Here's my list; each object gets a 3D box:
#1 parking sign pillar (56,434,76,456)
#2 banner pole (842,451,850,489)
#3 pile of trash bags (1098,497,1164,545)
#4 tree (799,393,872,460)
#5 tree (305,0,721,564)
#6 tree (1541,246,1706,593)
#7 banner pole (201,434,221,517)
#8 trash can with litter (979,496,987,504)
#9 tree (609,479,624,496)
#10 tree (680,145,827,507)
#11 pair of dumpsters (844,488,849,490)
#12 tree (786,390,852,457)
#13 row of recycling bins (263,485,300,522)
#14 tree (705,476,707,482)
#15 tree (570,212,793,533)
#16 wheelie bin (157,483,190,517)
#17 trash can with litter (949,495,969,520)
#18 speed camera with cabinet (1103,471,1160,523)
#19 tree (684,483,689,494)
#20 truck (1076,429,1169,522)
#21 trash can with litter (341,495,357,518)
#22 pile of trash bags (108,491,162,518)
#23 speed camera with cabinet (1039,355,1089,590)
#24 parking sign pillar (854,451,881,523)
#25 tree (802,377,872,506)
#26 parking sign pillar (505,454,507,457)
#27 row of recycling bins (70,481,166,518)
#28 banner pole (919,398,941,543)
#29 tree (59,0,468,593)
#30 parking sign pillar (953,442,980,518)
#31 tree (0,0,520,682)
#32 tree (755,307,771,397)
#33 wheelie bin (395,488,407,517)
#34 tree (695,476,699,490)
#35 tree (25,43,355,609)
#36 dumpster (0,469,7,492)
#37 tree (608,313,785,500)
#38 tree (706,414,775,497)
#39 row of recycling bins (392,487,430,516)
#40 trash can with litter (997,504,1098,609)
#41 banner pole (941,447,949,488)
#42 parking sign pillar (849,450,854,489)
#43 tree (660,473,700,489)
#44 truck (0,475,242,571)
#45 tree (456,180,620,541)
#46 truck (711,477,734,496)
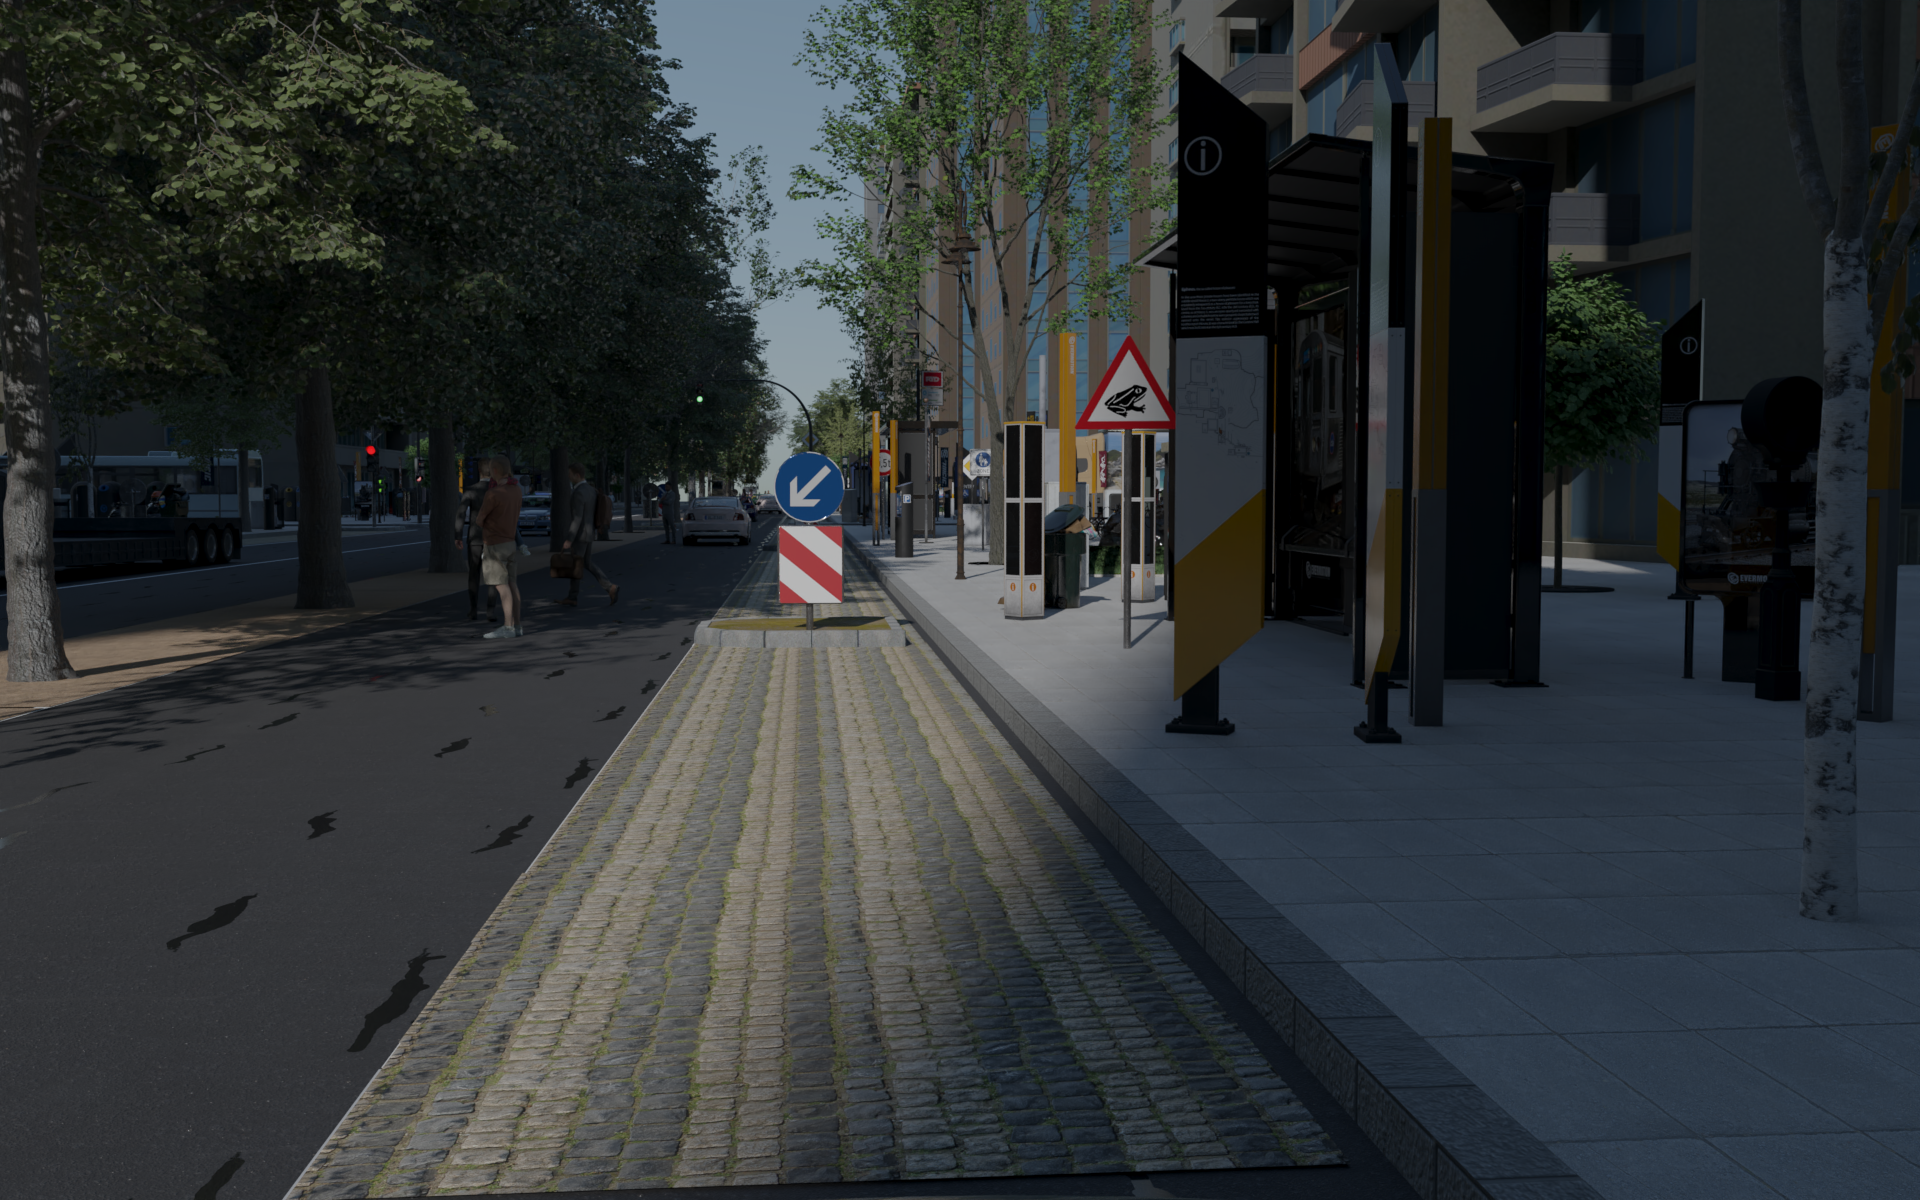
[{"bbox_3d":[-39.698,-5.388,76.572,1.447,3.967,1.447,1,4,13],"label":"parking sign pillar"},{"bbox_3d":[-6.557,-6.754,100.438,0.401,3.779,0.863,-3,5,-44],"label":"banner pole"},{"bbox_3d":[4.738,-2.009,42.593,1.912,1.369,3.447,2,4,26],"label":"pile of trash bags"},{"bbox_3d":[-11.361,-13.705,158.487,7.601,10.594,8.767,0,4,6],"label":"tree"},{"bbox_3d":[-9.753,-8.136,42.135,9.857,13.997,8.962,0,3,0],"label":"tree"},{"bbox_3d":[7.963,-2.410,23.120,4.285,4.588,4.351,0,3,0],"label":"tree"},{"bbox_3d":[-28.011,-4.579,64.882,0.863,3.779,0.401,-1,4,-22],"label":"banner pole"},{"bbox_3d":[1.413,-4.391,83.173,1.055,1.170,0.624,0,4,6],"label":"trash can with litter"},{"bbox_3d":[-35.926,-11.476,182.230,1.663,3.219,1.824,0,3,0],"label":"tree"},{"bbox_3d":[-13.228,-14.330,92.647,12.611,20.169,13.585,0,3,0],"label":"tree"},{"bbox_3d":[-7.297,-6.879,114.960,1.574,2.255,4.437,0,4,-5],"label":"pair of dumpsters"},{"bbox_3d":[-16.826,-18.797,213.992,9.857,13.997,8.962,0,3,0],"label":"tree"},{"bbox_3d":[-33.845,-4.692,83.834,3.534,1.692,1.069,1,4,10],"label":"row of recycling bins"},{"bbox_3d":[-45.667,-22.995,294.090,7.486,12.596,7.792,0,3,0],"label":"tree"},{"bbox_3d":[-12.217,-9.202,63.277,12.009,13.543,11.850,0,3,0],"label":"tree"},{"bbox_3d":[-23.140,-2.639,51.059,0.693,1.594,0.980,1,4,12],"label":"wheelie bin"},{"bbox_3d":[0.562,-4.648,87.054,2.233,1.210,1.678,0,4,-3],"label":"trash can with litter"},{"bbox_3d":[6.407,-4.302,64.672,2.038,3.252,0.660,0,4,-3],"label":"speed camera with cabinet"},{"bbox_3d":[-44.569,-17.623,282.730,1.663,3.219,1.824,0,3,0],"label":"tree"},{"bbox_3d":[8.330,-5.211,74.117,11.283,4.237,2.839,0,4,-5],"label":"truck"},{"bbox_3d":[-33.146,-5.102,94.483,2.233,1.210,1.678,0,4,1],"label":"trash can with litter"},{"bbox_3d":[-25.046,-2.663,53.296,1.912,1.369,3.447,-1,4,-10],"label":"pile of trash bags"},{"bbox_3d":[1.397,-1.820,24.090,0.660,3.252,2.038,0,4,-3],"label":"speed camera with cabinet"},{"bbox_3d":[-3.779,-5.418,77.053,1.447,3.967,1.447,-1,4,-10],"label":"parking sign pillar"},{"bbox_3d":[-11.437,-15.317,168.566,7.486,12.596,7.792,0,3,0],"label":"tree"},{"bbox_3d":[-30.881,-7.924,118.024,1.447,3.967,1.447,-2,4,-24],"label":"parking sign pillar"},{"bbox_3d":[-27.077,-2.987,55.948,3.534,1.692,1.069,1,4,11],"label":"row of recycling bins"},{"bbox_3d":[-0.839,-3.363,44.998,0.401,3.779,0.863,-1,4,-11],"label":"banner pole"},{"bbox_3d":[-9.318,-7.457,31.033,9.857,13.997,8.962,0,3,0],"label":"tree"},{"bbox_3d":[0.355,-6.210,90.000,1.447,3.967,1.447,2,4,24],"label":"parking sign pillar"},{"bbox_3d":[-6.945,-5.623,12.521,7.486,12.596,7.792,0,3,0],"label":"tree"},{"bbox_3d":[-13.240,-10.452,79.998,9.857,13.997,8.962,0,3,0],"label":"tree"},{"bbox_3d":[-30.786,-5.359,95.532,0.693,1.594,0.980,-3,4,-38],"label":"wheelie bin"},{"bbox_3d":[-46.266,-21.578,303.162,4.737,8.622,4.395,0,3,0],"label":"tree"},{"bbox_3d":[-7.939,-6.854,21.179,9.857,13.997,8.962,0,3,0],"label":"tree"},{"bbox_3d":[-22.521,-2.156,41.003,1.264,1.857,1.865,0,4,-5],"label":"dumpster"},{"bbox_3d":[-15.510,-11.281,103.906,9.611,12.733,9.660,0,3,0],"label":"tree"},{"bbox_3d":[-18.688,-12.308,138.099,8.767,10.594,7.601,0,4,-5],"label":"tree"},{"bbox_3d":[-33.217,-5.988,105.019,1.069,1.692,3.534,1,4,12],"label":"row of recycling bins"},{"bbox_3d":[0.972,-0.484,19.297,1.055,1.170,0.624,-3,5,-40],"label":"trash can with litter"},{"bbox_3d":[-0.861,-5.579,81.237,0.863,3.779,0.401,-2,4,-33],"label":"banner pole"},{"bbox_3d":[-6.180,-7.253,107.064,1.447,3.967,1.447,-1,4,-18],"label":"parking sign pillar"},{"bbox_3d":[-43.710,-21.126,263.542,7.486,12.596,7.792,0,3,0],"label":"tree"},{"bbox_3d":[-15.489,-2.276,26.977,2.967,4.110,18.799,0,4,-5],"label":"truck"},{"bbox_3d":[-10.967,-7.593,52.354,9.928,11.665,9.643,0,3,0],"label":"tree"},{"bbox_3d":[-27.562,-12.985,201.224,2.839,4.237,11.283,0,4,-6],"label":"truck"}]
